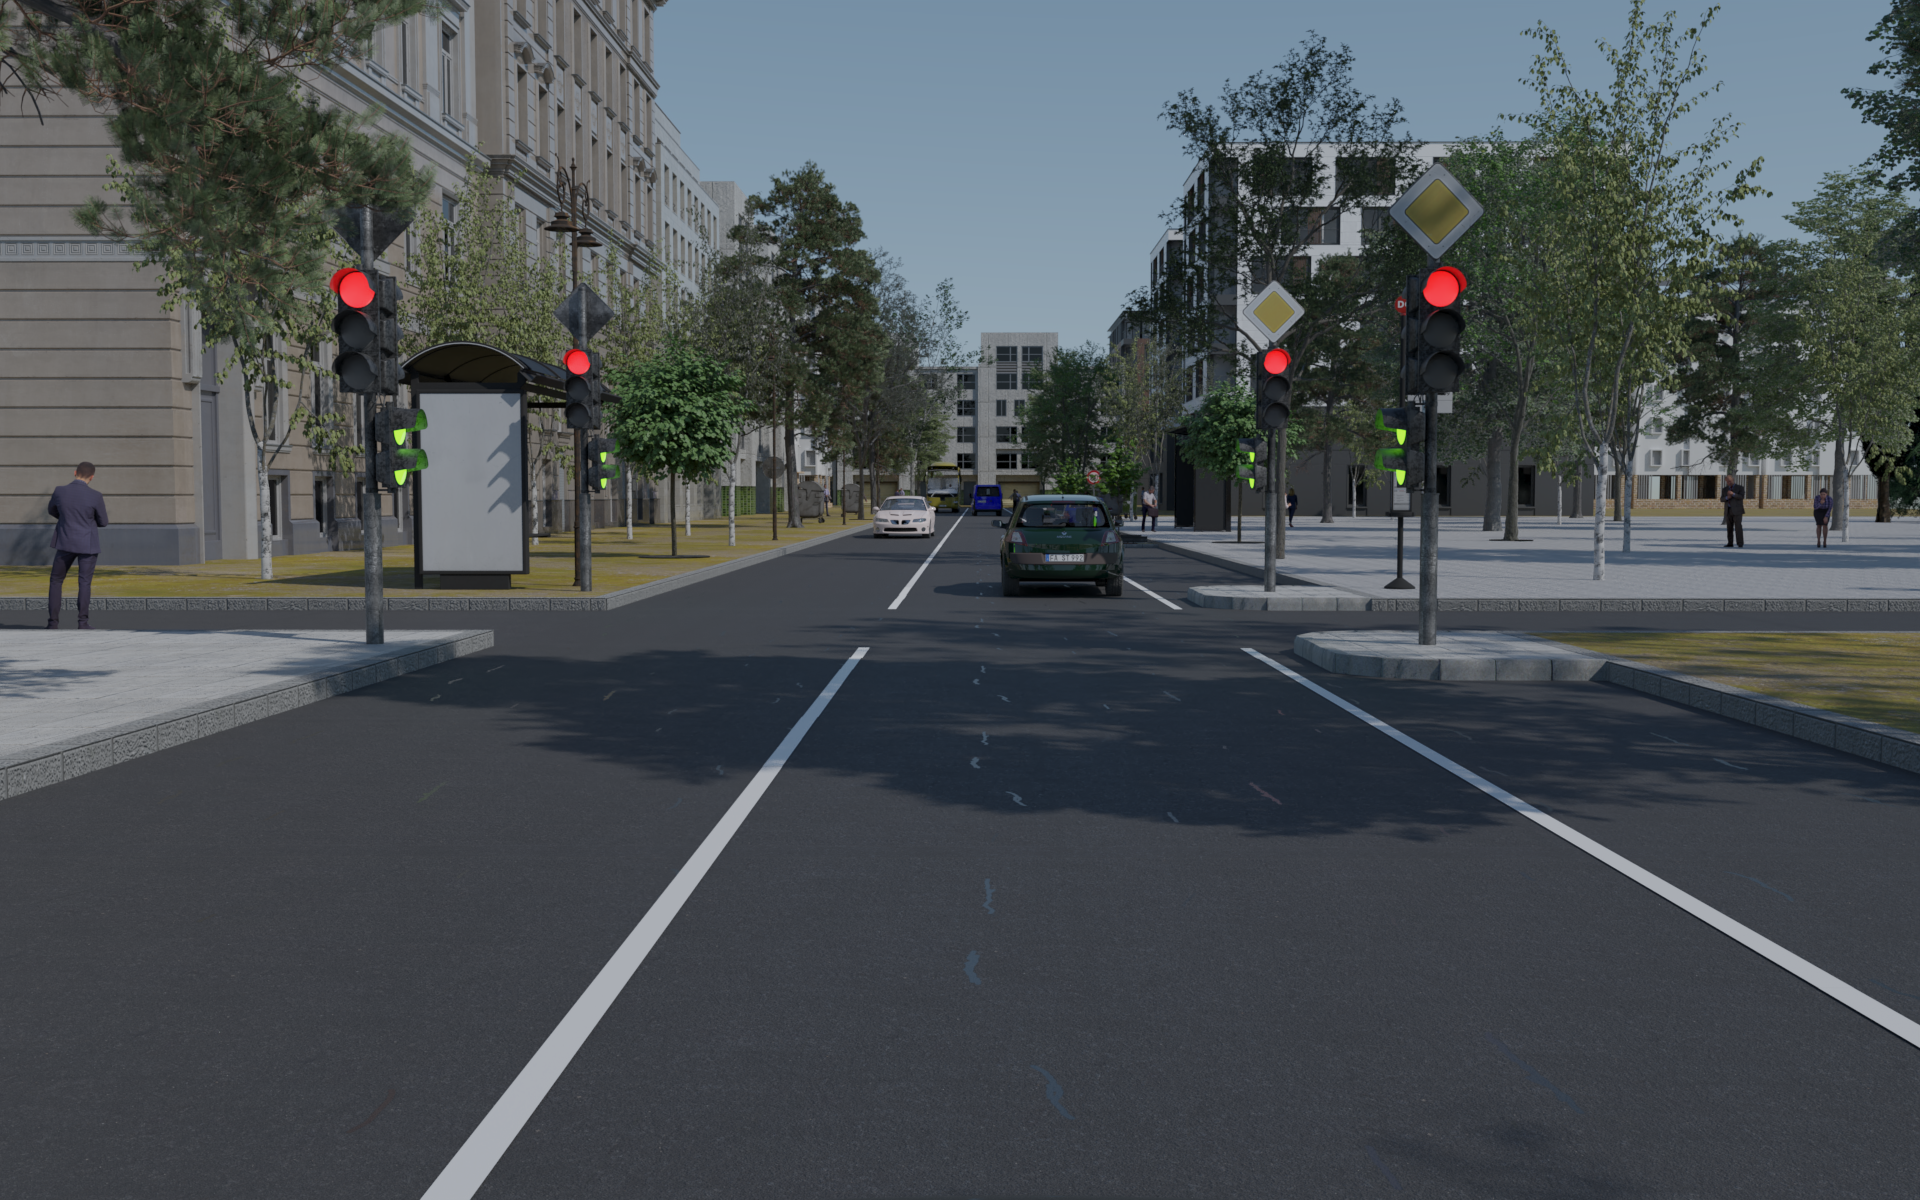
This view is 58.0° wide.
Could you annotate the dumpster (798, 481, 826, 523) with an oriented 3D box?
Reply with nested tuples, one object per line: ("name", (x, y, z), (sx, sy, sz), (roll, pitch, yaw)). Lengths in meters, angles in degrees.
("dumpster", (-6.614, -4.317, 76.341), (1.264, 1.857, 1.865), (0, 4, 0))

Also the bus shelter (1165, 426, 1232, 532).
("bus shelter", (8.465, -4.302, 61.622), (1.731, 3.624, 6.357), (0, 4, 1))

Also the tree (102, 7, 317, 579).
("tree", (-10.360, -4.604, 25.643), (4.737, 8.622, 4.395), (0, 3, 0))

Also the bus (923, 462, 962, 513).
("bus", (-1.240, -8.841, 136.093), (2.896, 3.916, 12.252), (0, 4, 1))

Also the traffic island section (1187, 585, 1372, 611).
("traffic island section", (4.091, -0.028, 22.743), (2.009, 0.180, 2.903), (0, 4, 1))

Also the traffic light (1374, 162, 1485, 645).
("traffic light", (3.964, -1.554, 14.647), (0.839, 4.213, 0.868), (0, 4, 1))

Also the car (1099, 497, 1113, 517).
("car", (4.335, -2.904, 60.062), (1.945, 1.354, 3.894), (0, 4, 2))

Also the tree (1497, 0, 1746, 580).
("tree", (9.701, -4.612, 25.761), (4.737, 8.622, 4.395), (0, 3, 0))

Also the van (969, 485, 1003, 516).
("van", (1.757, -6.692, 113.801), (2.240, 2.365, 5.245), (0, 4, -1))

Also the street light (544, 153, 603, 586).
("street light", (-5.310, -3.129, 23.952), (0.468, 5.910, 1.993), (0, 4, 1))

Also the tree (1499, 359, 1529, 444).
("tree", (23.818, -7.805, 77.977), (4.360, 8.622, 3.978), (0, 3, 0))

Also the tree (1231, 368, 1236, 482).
("tree", (14.175, -8.828, 94.706), (4.360, 8.622, 3.978), (0, 3, 0))

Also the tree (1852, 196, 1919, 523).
("tree", (47.065, -10.874, 79.605), (13.155, 14.587, 18.604), (1, 4, 21))

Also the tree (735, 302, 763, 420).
("tree", (-8.193, -6.302, 53.396), (4.737, 8.622, 4.395), (0, 3, 0))

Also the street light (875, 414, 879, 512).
("street light", (-4.561, -7.544, 96.135), (0.468, 5.910, 1.993), (0, 4, 1))

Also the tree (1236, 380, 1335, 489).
("tree", (16.000, -8.210, 84.603), (4.360, 8.622, 3.978), (0, 3, 0))

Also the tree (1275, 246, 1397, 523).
("tree", (16.246, -9.435, 76.318), (6.751, 12.117, 7.091), (0, 3, 0))

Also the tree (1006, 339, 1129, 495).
("tree", (8.167, -11.723, 117.424), (9.928, 11.665, 9.643), (0, 3, 0))

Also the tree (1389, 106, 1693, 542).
("tree", (15.142, -7.400, 46.748), (9.928, 11.665, 9.643), (0, 3, 0))

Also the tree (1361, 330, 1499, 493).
("tree", (18.464, -7.291, 69.571), (4.360, 8.622, 3.978), (0, 3, 0))

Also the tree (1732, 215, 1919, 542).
("tree", (23.682, -5.835, 45.763), (4.737, 8.622, 4.395), (0, 3, 0))

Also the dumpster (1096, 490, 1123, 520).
("dumpster", (7.266, -4.763, 83.637), (1.264, 1.857, 1.865), (0, 4, 1))

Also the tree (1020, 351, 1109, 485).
("tree", (8.298, -13.372, 136.753), (7.486, 12.596, 7.792), (0, 3, 0))

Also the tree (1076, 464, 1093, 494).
("tree", (7.626, -6.934, 107.967), (1.663, 3.219, 1.824), (0, 3, 0))

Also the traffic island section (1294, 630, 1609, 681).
("traffic island section", (4.004, 0.460, 14.759), (2.009, 0.180, 2.903), (0, 4, 1))

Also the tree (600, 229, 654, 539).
("tree", (-10.740, -5.679, 43.213), (4.737, 8.622, 4.395), (0, 3, 0))

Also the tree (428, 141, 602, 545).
("tree", (-10.721, -5.295, 36.931), (4.737, 8.622, 4.395), (0, 3, 0))

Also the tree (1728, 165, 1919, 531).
("tree", (31.109, -8.685, 60.130), (7.486, 12.596, 7.792), (0, 3, 0))

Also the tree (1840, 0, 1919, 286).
("tree", (20.818, -7.558, 30.222), (9.857, 13.997, 8.962), (0, 3, 0))

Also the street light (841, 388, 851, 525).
("street light", (-4.818, -6.063, 71.913), (0.468, 5.910, 1.993), (0, 4, 1))

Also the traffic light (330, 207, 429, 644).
("traffic light", (-4.997, -1.559, 14.727), (0.839, 4.213, 0.868), (0, 4, 1))

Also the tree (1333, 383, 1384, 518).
("tree", (21.166, -8.674, 92.175), (4.737, 8.622, 4.395), (0, 3, 0))

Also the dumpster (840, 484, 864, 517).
("dumpster", (-6.022, -5.553, 96.554), (1.264, 1.857, 1.865), (0, 4, 1))

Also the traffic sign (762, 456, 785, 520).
("traffic sign", (-6.288, -3.565, 58.391), (0.768, 2.556, 0.104), (0, 4, 7))

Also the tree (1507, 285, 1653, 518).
("tree", (32.528, -11.255, 91.445), (7.806, 13.903, 7.818), (0, 3, 0))

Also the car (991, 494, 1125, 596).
("car", (1.467, -0.973, 25.695), (2.009, 1.686, 4.222), (0, 4, 1))

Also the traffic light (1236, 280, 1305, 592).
("traffic light", (4.051, -2.042, 22.631), (0.839, 4.213, 0.868), (0, 4, 1))

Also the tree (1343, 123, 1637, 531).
("tree", (18.349, -9.356, 59.631), (9.857, 13.997, 8.962), (0, 3, 0))

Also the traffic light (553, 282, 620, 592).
("traffic light", (-4.910, -2.047, 22.712), (0.839, 4.213, 0.868), (0, 4, 1))

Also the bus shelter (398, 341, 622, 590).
("bus shelter", (-6.553, -1.941, 25.656), (2.014, 3.302, 5.546), (0, 4, 0))

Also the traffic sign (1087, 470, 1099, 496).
("traffic sign", (7.132, -5.639, 92.310), (0.768, 2.556, 0.104), (0, 4, 4))

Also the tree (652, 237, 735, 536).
("tree", (-9.174, -6.039, 49.103), (4.737, 8.622, 4.395), (0, 3, 0))

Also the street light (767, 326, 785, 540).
("street light", (-5.135, -4.594, 47.904), (0.468, 5.910, 1.993), (0, 4, 1))

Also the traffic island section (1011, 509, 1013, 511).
("traffic island section", (5.474, -7.868, 151.500), (1.991, 0.108, 1.994), (0, 4, 1))

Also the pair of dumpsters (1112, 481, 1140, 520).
("pair of dumpsters", (8.192, -5.211, 87.699), (1.574, 2.255, 4.436), (0, 4, 1))

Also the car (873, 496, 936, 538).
("car", (-1.820, -2.762, 57.519), (2.083, 1.381, 4.827), (0, 4, 2))
